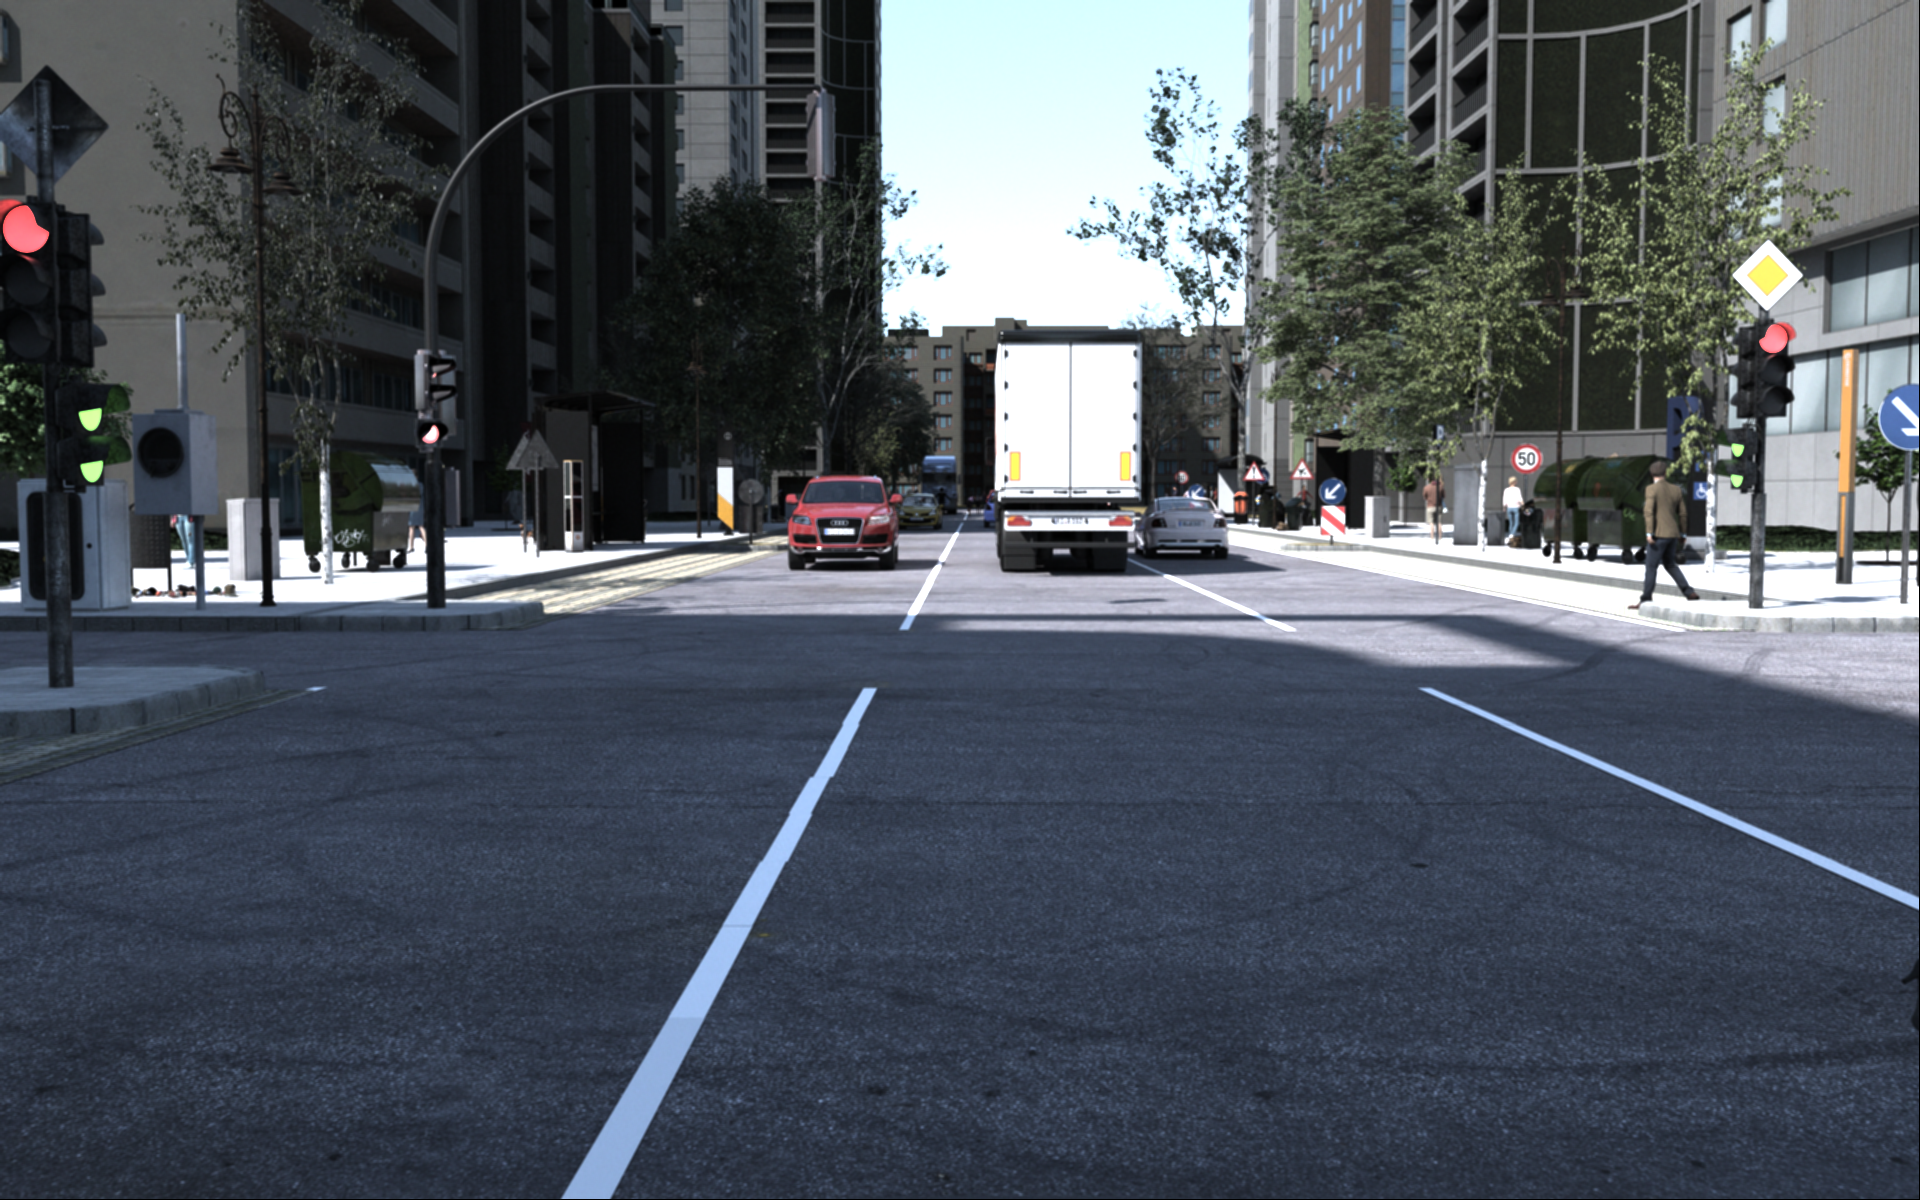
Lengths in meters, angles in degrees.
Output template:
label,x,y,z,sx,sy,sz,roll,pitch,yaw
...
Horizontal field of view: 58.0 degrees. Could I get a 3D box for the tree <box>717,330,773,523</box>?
label,x,y,z,sx,sy,sz,roll,pitch,yaw
tree,-8.634,-7.682,75.955,4.737,8.622,4.395,0,3,0

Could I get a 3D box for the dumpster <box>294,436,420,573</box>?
label,x,y,z,sx,sy,sz,roll,pitch,yaw
dumpster,-10.083,-1.621,28.996,1.502,2.255,1.985,0,4,1

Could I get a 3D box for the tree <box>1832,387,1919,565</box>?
label,x,y,z,sx,sy,sz,roll,pitch,yaw
tree,16.813,-2.262,31.587,1.663,3.219,1.824,0,3,0

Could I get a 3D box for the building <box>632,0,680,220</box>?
label,x,y,z,sx,sy,sz,roll,pitch,yaw
building,-28.488,-43.418,148.132,20.611,71.187,20.563,0,4,1

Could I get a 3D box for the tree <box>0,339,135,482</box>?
label,x,y,z,sx,sy,sz,roll,pitch,yaw
tree,-17.010,-2.928,31.581,4.285,4.588,4.351,0,3,0

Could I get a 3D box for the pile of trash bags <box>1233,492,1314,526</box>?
label,x,y,z,sx,sy,sz,roll,pitch,yaw
pile of trash bags,12.740,-3.707,70.360,3.447,1.369,1.912,2,4,31

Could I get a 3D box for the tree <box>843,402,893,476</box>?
label,x,y,z,sx,sy,sz,roll,pitch,yaw
tree,-7.429,-11.345,135.846,4.360,8.622,3.978,0,3,0

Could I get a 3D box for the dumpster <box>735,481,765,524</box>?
label,x,y,z,sx,sy,sz,roll,pitch,yaw
dumpster,-8.709,-3.974,70.729,1.264,1.857,1.865,0,4,1

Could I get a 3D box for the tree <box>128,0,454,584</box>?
label,x,y,z,sx,sy,sz,roll,pitch,yaw
tree,-9.211,-4.521,24.286,4.360,8.622,3.978,0,3,0

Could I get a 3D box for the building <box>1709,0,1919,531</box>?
label,x,y,z,sx,sy,sz,roll,pitch,yaw
building,37.540,-27.733,42.678,27.495,52.752,28.713,0,4,1

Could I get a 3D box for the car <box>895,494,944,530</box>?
label,x,y,z,sx,sy,sz,roll,pitch,yaw
car,-1.636,-3.674,70.298,2.015,1.641,3.980,0,4,2

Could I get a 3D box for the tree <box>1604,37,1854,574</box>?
label,x,y,z,sx,sy,sz,roll,pitch,yaw
tree,11.890,-4.737,27.810,4.737,8.622,4.395,0,3,0

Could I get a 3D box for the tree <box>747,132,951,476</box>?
label,x,y,z,sx,sy,sz,roll,pitch,yaw
tree,-6.732,-14.436,91.916,12.611,20.169,13.585,0,3,0

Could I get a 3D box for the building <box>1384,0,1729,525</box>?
label,x,y,z,sx,sy,sz,roll,pitch,yaw
building,29.860,-38.912,74.465,20.563,71.187,20.611,0,4,1

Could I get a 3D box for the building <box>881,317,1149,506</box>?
label,x,y,z,sx,sy,sz,roll,pitch,yaw
building,6.008,-21.917,203.388,28.899,21.520,27.650,0,4,1

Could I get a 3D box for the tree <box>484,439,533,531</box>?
label,x,y,z,sx,sy,sz,roll,pitch,yaw
tree,-16.049,-4.049,60.805,1.663,3.219,1.824,0,3,0

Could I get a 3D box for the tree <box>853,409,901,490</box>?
label,x,y,z,sx,sy,sz,roll,pitch,yaw
tree,-6.785,-11.938,145.550,4.737,8.622,4.395,0,3,0

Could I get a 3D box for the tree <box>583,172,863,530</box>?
label,x,y,z,sx,sy,sz,roll,pitch,yaw
tree,-8.264,-8.857,61.826,9.611,12.733,9.660,0,3,0

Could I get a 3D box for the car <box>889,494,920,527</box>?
label,x,y,z,sx,sy,sz,roll,pitch,yaw
car,-2.594,-3.993,77.077,2.131,1.459,4.920,0,4,2

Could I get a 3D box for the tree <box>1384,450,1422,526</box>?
label,x,y,z,sx,sy,sz,roll,pitch,yaw
tree,17.925,-4.571,69.330,1.663,3.219,1.824,0,3,0

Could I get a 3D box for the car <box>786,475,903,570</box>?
label,x,y,z,sx,sy,sz,roll,pitch,yaw
car,-2.266,-1.576,34.442,2.281,1.827,5.304,0,4,-1

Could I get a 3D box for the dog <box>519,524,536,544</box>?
label,x,y,z,sx,sy,sz,roll,pitch,yaw
dog,-11.154,-1.702,44.659,0.540,0.507,0.406,0,4,3

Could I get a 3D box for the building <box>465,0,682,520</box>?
label,x,y,z,sx,sy,sz,roll,pitch,yaw
building,-24.657,-20.183,101.698,14.160,30.474,14.107,0,4,1

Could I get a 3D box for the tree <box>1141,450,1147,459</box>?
label,x,y,z,sx,sy,sz,roll,pitch,yaw
tree,13.200,-13.561,156.129,7.601,10.594,8.767,0,4,-6

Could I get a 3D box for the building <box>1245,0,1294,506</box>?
label,x,y,z,sx,sy,sz,roll,pitch,yaw
building,34.566,-36.836,144.269,21.231,58.520,28.212,0,4,1

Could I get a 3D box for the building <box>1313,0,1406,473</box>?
label,x,y,z,sx,sy,sz,roll,pitch,yaw
building,30.691,-28.043,108.617,14.600,45.320,14.200,0,4,1

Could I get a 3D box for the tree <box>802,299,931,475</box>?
label,x,y,z,sx,sy,sz,roll,pitch,yaw
tree,-7.011,-12.125,108.606,12.009,13.543,11.850,0,3,0

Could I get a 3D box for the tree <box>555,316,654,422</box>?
label,x,y,z,sx,sy,sz,roll,pitch,yaw
tree,-13.679,-7.286,69.481,4.360,8.622,3.978,0,3,0

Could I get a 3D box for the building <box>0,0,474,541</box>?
label,x,y,z,sx,sy,sz,roll,pitch,yaw
building,-29.918,-26.464,56.382,21.300,48.544,21.600,0,4,1

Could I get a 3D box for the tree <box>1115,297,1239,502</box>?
label,x,y,z,sx,sy,sz,roll,pitch,yaw
tree,12.091,-12.087,107.985,12.009,13.543,11.850,0,3,0

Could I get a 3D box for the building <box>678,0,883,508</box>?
label,x,y,z,sx,sy,sz,roll,pitch,yaw
building,-19.691,-46.472,198.066,20.611,71.187,20.563,0,4,1

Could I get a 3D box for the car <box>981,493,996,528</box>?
label,x,y,z,sx,sy,sz,roll,pitch,yaw
car,1.889,-4.003,75.041,1.945,1.707,3.694,0,4,1

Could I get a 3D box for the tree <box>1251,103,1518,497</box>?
label,x,y,z,sx,sy,sz,roll,pitch,yaw
tree,12.454,-8.149,51.369,7.486,12.596,7.792,0,3,0

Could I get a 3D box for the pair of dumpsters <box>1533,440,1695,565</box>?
label,x,y,z,sx,sy,sz,roll,pitch,yaw
pair of dumpsters,12.477,-1.878,33.206,1.574,2.255,4.437,0,4,0

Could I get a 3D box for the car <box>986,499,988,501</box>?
label,x,y,z,sx,sy,sz,roll,pitch,yaw
car,2.888,-6.852,121.063,2.155,1.783,4.494,0,4,1

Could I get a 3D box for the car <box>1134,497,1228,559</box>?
label,x,y,z,sx,sy,sz,roll,pitch,yaw
car,5.054,-1.679,39.821,2.083,1.381,4.827,0,4,2

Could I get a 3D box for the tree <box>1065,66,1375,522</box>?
label,x,y,z,sx,sy,sz,roll,pitch,yaw
tree,11.446,-13.594,78.155,12.611,20.169,13.585,0,3,0

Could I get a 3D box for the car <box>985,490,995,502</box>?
label,x,y,z,sx,sy,sz,roll,pitch,yaw
car,3.306,-8.636,149.873,2.281,1.827,5.304,0,4,-1

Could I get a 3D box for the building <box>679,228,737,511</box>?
label,x,y,z,sx,sy,sz,roll,pitch,yaw
building,-31.701,-17.032,123.510,27.650,21.520,28.899,0,4,1

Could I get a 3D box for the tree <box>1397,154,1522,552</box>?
label,x,y,z,sx,sy,sz,roll,pitch,yaw
tree,11.546,-5.368,38.130,4.737,8.622,4.395,0,3,0

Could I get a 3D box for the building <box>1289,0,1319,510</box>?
label,x,y,z,sx,sy,sz,roll,pitch,yaw
building,30.588,-26.872,122.950,14.154,41.232,14.086,0,4,1

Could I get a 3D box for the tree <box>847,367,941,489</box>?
label,x,y,z,sx,sy,sz,roll,pitch,yaw
tree,-6.547,-16.126,170.308,9.857,13.997,8.962,0,3,0
